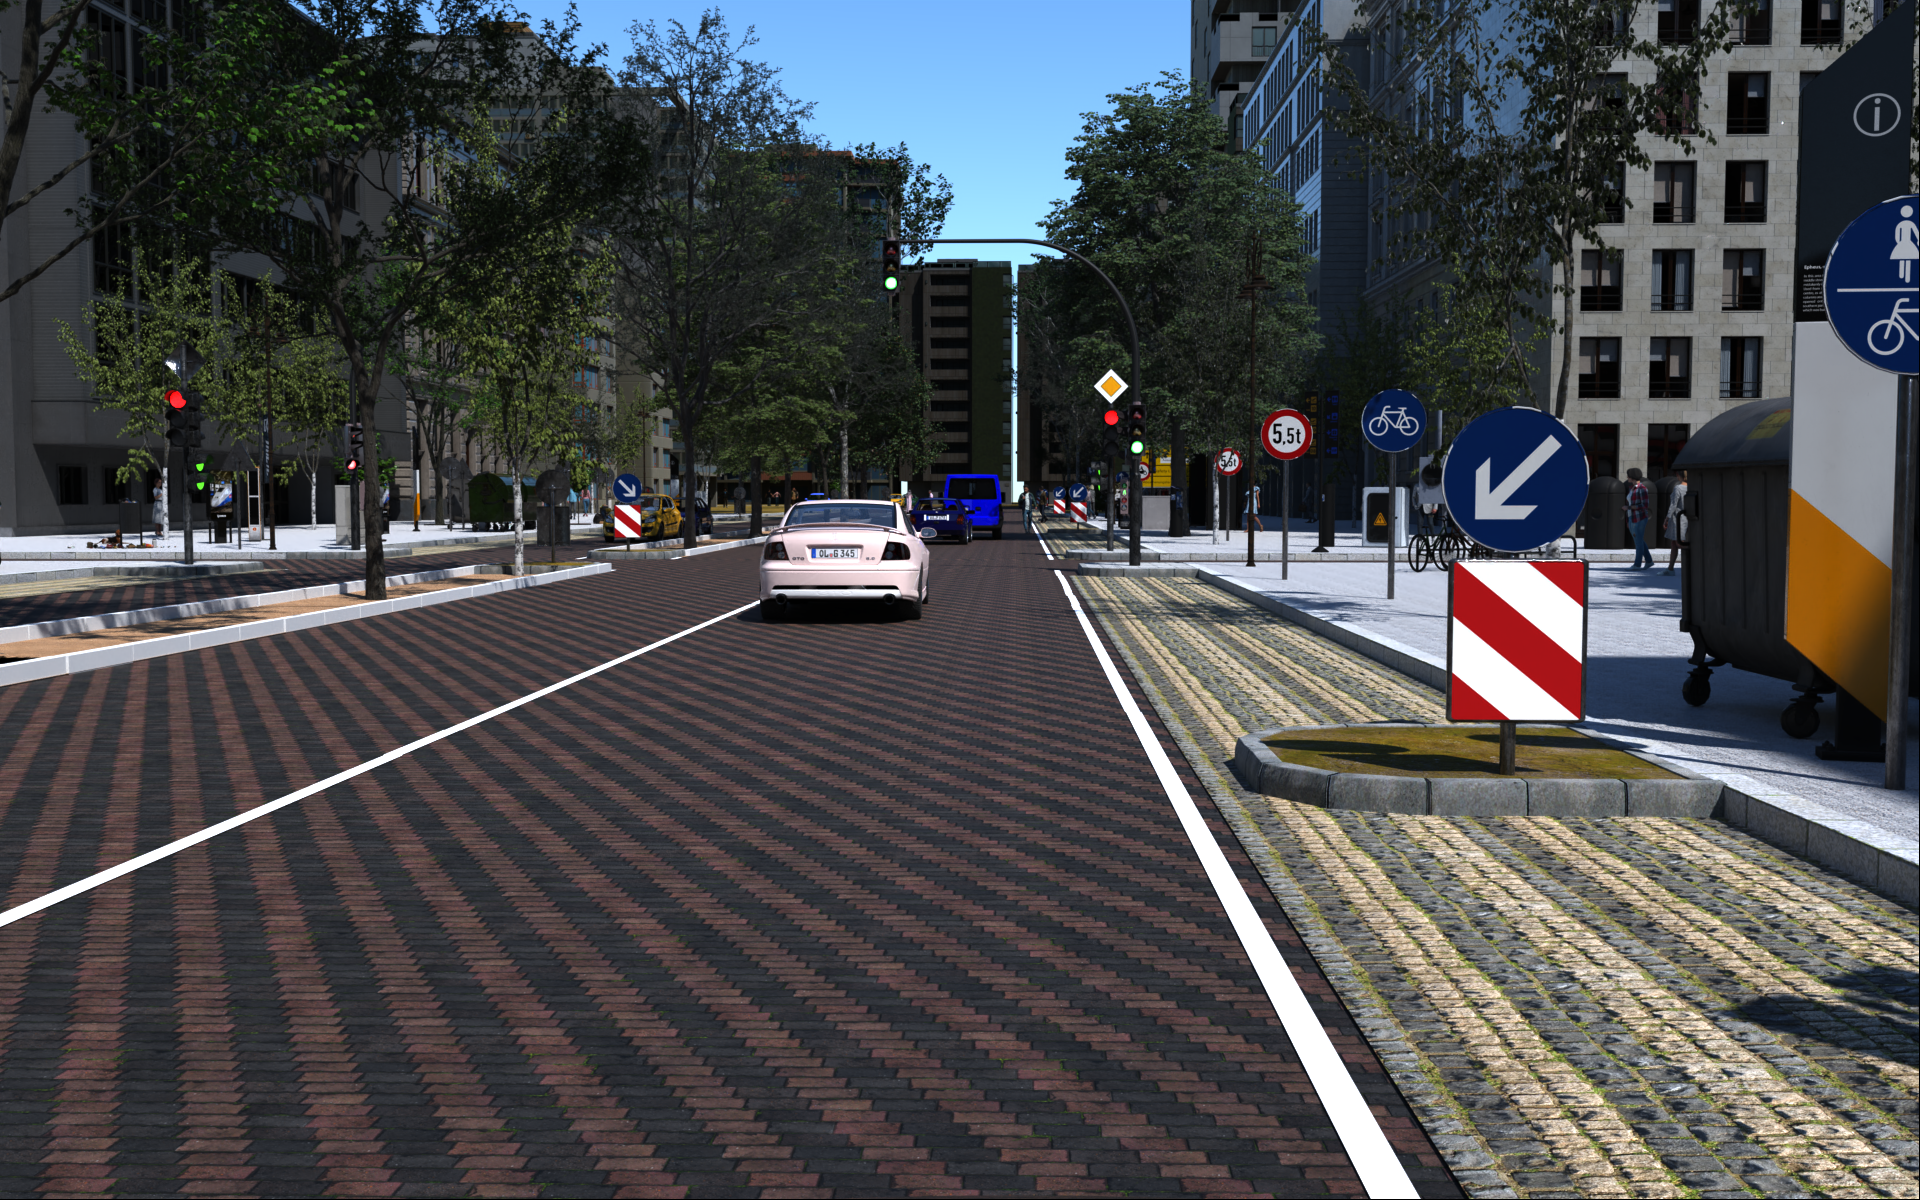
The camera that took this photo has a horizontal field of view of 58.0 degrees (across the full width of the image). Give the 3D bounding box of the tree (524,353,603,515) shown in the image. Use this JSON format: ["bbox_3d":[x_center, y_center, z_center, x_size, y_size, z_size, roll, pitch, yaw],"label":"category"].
[{"bbox_3d":[-20.971,-8.579,90.628,4.360,8.622,3.978,0,3,0],"label":"tree"}]

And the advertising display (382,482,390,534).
[{"bbox_3d":[-18.480,-3.077,55.516,0.123,1.923,0.974,0,3,0],"label":"advertising display"}]

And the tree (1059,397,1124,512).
[{"bbox_3d":[8.422,-9.540,106.346,4.360,8.622,3.978,0,3,0],"label":"tree"}]

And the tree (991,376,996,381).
[{"bbox_3d":[9.822,-19.592,176.213,12.611,20.169,13.585,0,3,0],"label":"tree"}]

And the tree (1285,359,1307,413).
[{"bbox_3d":[14.694,-7.033,65.346,4.737,8.622,4.395,0,3,0],"label":"tree"}]

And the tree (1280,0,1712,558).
[{"bbox_3d":[5.595,-4.065,16.826,4.360,8.622,3.978,0,3,0],"label":"tree"}]

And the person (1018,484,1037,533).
[{"bbox_3d":[2.436,-3.319,63.115,0.623,1.781,0.721,-1,4,-23],"label":"person"}]

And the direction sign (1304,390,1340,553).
[{"bbox_3d":[7.938,-2.818,38.077,0.876,3.537,0.379,3,5,44],"label":"direction sign"}]

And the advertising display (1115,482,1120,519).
[{"bbox_3d":[8.277,-5.176,89.840,0.974,1.923,0.123,-1,4,-23],"label":"advertising display"}]

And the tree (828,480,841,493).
[{"bbox_3d":[-12.300,-10.946,173.563,1.663,3.219,1.824,0,3,0],"label":"tree"}]

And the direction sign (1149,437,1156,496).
[{"bbox_3d":[7.223,-4.472,65.113,0.379,3.537,0.876,1,4,22],"label":"direction sign"}]

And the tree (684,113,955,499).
[{"bbox_3d":[-6.964,-13.978,86.887,12.611,20.169,13.585,0,3,0],"label":"tree"}]

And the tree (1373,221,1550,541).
[{"bbox_3d":[13.904,-5.909,46.975,4.737,8.622,4.395,0,3,0],"label":"tree"}]

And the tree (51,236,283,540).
[{"bbox_3d":[-22.349,-5.970,47.978,4.737,8.622,4.395,0,3,0],"label":"tree"}]

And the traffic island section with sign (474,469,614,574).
[{"bbox_3d":[-7.598,-1.437,31.636,2.006,1.907,1.989,0,4,2],"label":"traffic island section with sign"}]

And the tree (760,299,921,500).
[{"bbox_3d":[-5.864,-8.568,76.951,8.767,10.594,7.601,0,4,2],"label":"tree"}]

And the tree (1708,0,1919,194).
[{"bbox_3d":[12.261,-4.319,20.977,4.360,8.622,3.978,0,3,0],"label":"tree"}]

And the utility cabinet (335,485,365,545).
[{"bbox_3d":[-15.306,-2.140,43.665,0.318,1.500,1.173,0,4,8],"label":"utility cabinet"}]

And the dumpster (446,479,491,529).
[{"bbox_3d":[-17.995,-3.530,63.471,1.264,1.857,1.865,0,4,2],"label":"dumpster"}]

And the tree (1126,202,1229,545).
[{"bbox_3d":[6.464,-5.697,43.516,4.360,8.622,3.978,0,3,0],"label":"tree"}]

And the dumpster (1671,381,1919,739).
[{"bbox_3d":[4.939,-0.241,9.706,1.264,1.857,1.865,0,4,2],"label":"dumpster"}]

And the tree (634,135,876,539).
[{"bbox_3d":[-6.589,-8.234,55.205,7.486,12.596,7.792,0,3,0],"label":"tree"}]

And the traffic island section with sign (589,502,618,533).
[{"bbox_3d":[-12.677,-3.440,64.867,1.989,1.847,2.006,0,4,2],"label":"traffic island section with sign"}]

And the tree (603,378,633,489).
[{"bbox_3d":[-22.721,-9.641,107.985,4.360,8.622,3.978,0,3,0],"label":"tree"}]

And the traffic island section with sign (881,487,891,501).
[{"bbox_3d":[-4.913,-6.483,114.138,2.006,1.907,1.989,0,4,2],"label":"traffic island section with sign"}]

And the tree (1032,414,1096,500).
[{"bbox_3d":[11.099,-15.534,188.394,7.601,10.594,8.767,-3,5,-42],"label":"tree"}]

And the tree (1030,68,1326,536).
[{"bbox_3d":[6.757,-8.925,52.580,9.857,13.997,8.962,0,3,0],"label":"tree"}]

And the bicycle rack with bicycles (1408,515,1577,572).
[{"bbox_3d":[8.635,-0.933,28.640,2.925,0.926,2.852,-2,4,-24],"label":"bicycle rack with bicycles"}]

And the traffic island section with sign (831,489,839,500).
[{"bbox_3d":[-10.187,-8.114,141.288,1.989,1.847,2.006,0,4,2],"label":"traffic island section with sign"}]

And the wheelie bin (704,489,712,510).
[{"bbox_3d":[-16.506,-6.394,112.442,0.693,1.594,0.980,-2,4,-25],"label":"wheelie bin"}]

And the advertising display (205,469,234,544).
[{"bbox_3d":[-19.227,-2.433,44.990,0.123,1.923,0.974,1,4,12],"label":"advertising display"}]

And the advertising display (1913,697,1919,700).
[{"bbox_3d":[6.069,-0.348,10.897,0.123,1.923,0.974,1,4,14],"label":"advertising display"}]

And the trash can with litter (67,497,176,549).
[{"bbox_3d":[-20.007,-1.839,41.129,2.233,1.210,1.678,0,4,5],"label":"trash can with litter"}]

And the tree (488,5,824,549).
[{"bbox_3d":[-6.857,-8.002,43.655,12.009,13.543,11.850,0,3,0],"label":"tree"}]

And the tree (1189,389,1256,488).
[{"bbox_3d":[14.519,-8.842,94.929,4.737,8.622,4.395,0,3,0],"label":"tree"}]

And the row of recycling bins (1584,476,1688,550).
[{"bbox_3d":[16.298,-2.056,40.731,3.534,1.692,1.069,-1,4,-20],"label":"row of recycling bins"}]

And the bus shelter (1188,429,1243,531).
[{"bbox_3d":[9.247,-4.439,63.863,1.731,3.624,6.357,0,4,2],"label":"bus shelter"}]

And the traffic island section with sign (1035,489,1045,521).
[{"bbox_3d":[5.124,-5.067,91.481,1.989,1.847,2.006,0,4,2],"label":"traffic island section with sign"}]

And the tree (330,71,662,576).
[{"bbox_3d":[-7.646,-4.701,29.681,4.737,8.622,4.395,0,3,0],"label":"tree"}]

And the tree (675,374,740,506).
[{"bbox_3d":[-14.798,-9.214,101.013,4.360,8.622,3.978,0,3,0],"label":"tree"}]

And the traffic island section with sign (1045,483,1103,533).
[{"bbox_3d":[4.213,-3.363,63.615,1.989,1.847,2.006,0,4,2],"label":"traffic island section with sign"}]

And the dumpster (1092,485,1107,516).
[{"bbox_3d":[8.395,-6.062,101.614,1.502,2.255,1.985,0,4,2],"label":"dumpster"}]

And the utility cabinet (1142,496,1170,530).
[{"bbox_3d":[7.065,-3.126,62.266,1.020,1.237,0.306,1,4,12],"label":"utility cabinet"}]

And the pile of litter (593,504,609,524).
[{"bbox_3d":[-15.173,-3.733,75.005,1.719,0.858,1.176,-3,5,-43],"label":"pile of litter"}]

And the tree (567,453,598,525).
[{"bbox_3d":[-16.101,-4.758,72.400,1.663,3.219,1.824,0,3,0],"label":"tree"}]

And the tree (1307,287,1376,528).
[{"bbox_3d":[14.519,-6.694,59.811,4.737,8.622,4.395,0,3,0],"label":"tree"}]

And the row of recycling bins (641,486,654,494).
[{"bbox_3d":[-16.994,-5.196,92.059,1.069,1.692,3.534,0,4,1],"label":"row of recycling bins"}]

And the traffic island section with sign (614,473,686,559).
[{"bbox_3d":[-7.347,-1.890,39.039,2.006,1.907,1.989,0,4,2],"label":"traffic island section with sign"}]

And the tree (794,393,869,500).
[{"bbox_3d":[-11.491,-16.084,188.729,9.928,11.665,9.643,0,3,0],"label":"tree"}]

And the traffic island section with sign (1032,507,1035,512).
[{"bbox_3d":[6.739,-8.114,141.284,1.989,1.847,2.006,0,4,2],"label":"traffic island section with sign"}]

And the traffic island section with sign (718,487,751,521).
[{"bbox_3d":[-11.773,-5.131,92.517,1.989,1.847,2.006,0,4,2],"label":"traffic island section with sign"}]

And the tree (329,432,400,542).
[{"bbox_3d":[-15.912,-3.189,46.735,1.663,3.219,1.824,0,3,0],"label":"tree"}]

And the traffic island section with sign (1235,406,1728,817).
[{"bbox_3d":[2.424,0.002,8.594,1.989,1.847,2.006,0,4,2],"label":"traffic island section with sign"}]

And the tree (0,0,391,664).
[{"bbox_3d":[-8.254,-5.252,14.078,9.928,11.665,9.643,0,3,0],"label":"tree"}]

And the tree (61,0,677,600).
[{"bbox_3d":[-7.834,-5.290,23.367,8.767,10.594,7.601,0,4,2],"label":"tree"}]

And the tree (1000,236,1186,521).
[{"bbox_3d":[7.019,-10.467,81.508,12.009,13.543,11.850,0,3,0],"label":"tree"}]

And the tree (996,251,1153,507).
[{"bbox_3d":[9.921,-16.570,126.810,12.611,20.169,13.585,0,3,0],"label":"tree"}]

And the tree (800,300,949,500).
[{"bbox_3d":[-5.475,-10.936,98.262,9.611,12.733,9.660,0,3,0],"label":"tree"}]

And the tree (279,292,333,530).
[{"bbox_3d":[-22.820,-6.434,55.556,4.737,8.622,4.395,0,3,0],"label":"tree"}]
